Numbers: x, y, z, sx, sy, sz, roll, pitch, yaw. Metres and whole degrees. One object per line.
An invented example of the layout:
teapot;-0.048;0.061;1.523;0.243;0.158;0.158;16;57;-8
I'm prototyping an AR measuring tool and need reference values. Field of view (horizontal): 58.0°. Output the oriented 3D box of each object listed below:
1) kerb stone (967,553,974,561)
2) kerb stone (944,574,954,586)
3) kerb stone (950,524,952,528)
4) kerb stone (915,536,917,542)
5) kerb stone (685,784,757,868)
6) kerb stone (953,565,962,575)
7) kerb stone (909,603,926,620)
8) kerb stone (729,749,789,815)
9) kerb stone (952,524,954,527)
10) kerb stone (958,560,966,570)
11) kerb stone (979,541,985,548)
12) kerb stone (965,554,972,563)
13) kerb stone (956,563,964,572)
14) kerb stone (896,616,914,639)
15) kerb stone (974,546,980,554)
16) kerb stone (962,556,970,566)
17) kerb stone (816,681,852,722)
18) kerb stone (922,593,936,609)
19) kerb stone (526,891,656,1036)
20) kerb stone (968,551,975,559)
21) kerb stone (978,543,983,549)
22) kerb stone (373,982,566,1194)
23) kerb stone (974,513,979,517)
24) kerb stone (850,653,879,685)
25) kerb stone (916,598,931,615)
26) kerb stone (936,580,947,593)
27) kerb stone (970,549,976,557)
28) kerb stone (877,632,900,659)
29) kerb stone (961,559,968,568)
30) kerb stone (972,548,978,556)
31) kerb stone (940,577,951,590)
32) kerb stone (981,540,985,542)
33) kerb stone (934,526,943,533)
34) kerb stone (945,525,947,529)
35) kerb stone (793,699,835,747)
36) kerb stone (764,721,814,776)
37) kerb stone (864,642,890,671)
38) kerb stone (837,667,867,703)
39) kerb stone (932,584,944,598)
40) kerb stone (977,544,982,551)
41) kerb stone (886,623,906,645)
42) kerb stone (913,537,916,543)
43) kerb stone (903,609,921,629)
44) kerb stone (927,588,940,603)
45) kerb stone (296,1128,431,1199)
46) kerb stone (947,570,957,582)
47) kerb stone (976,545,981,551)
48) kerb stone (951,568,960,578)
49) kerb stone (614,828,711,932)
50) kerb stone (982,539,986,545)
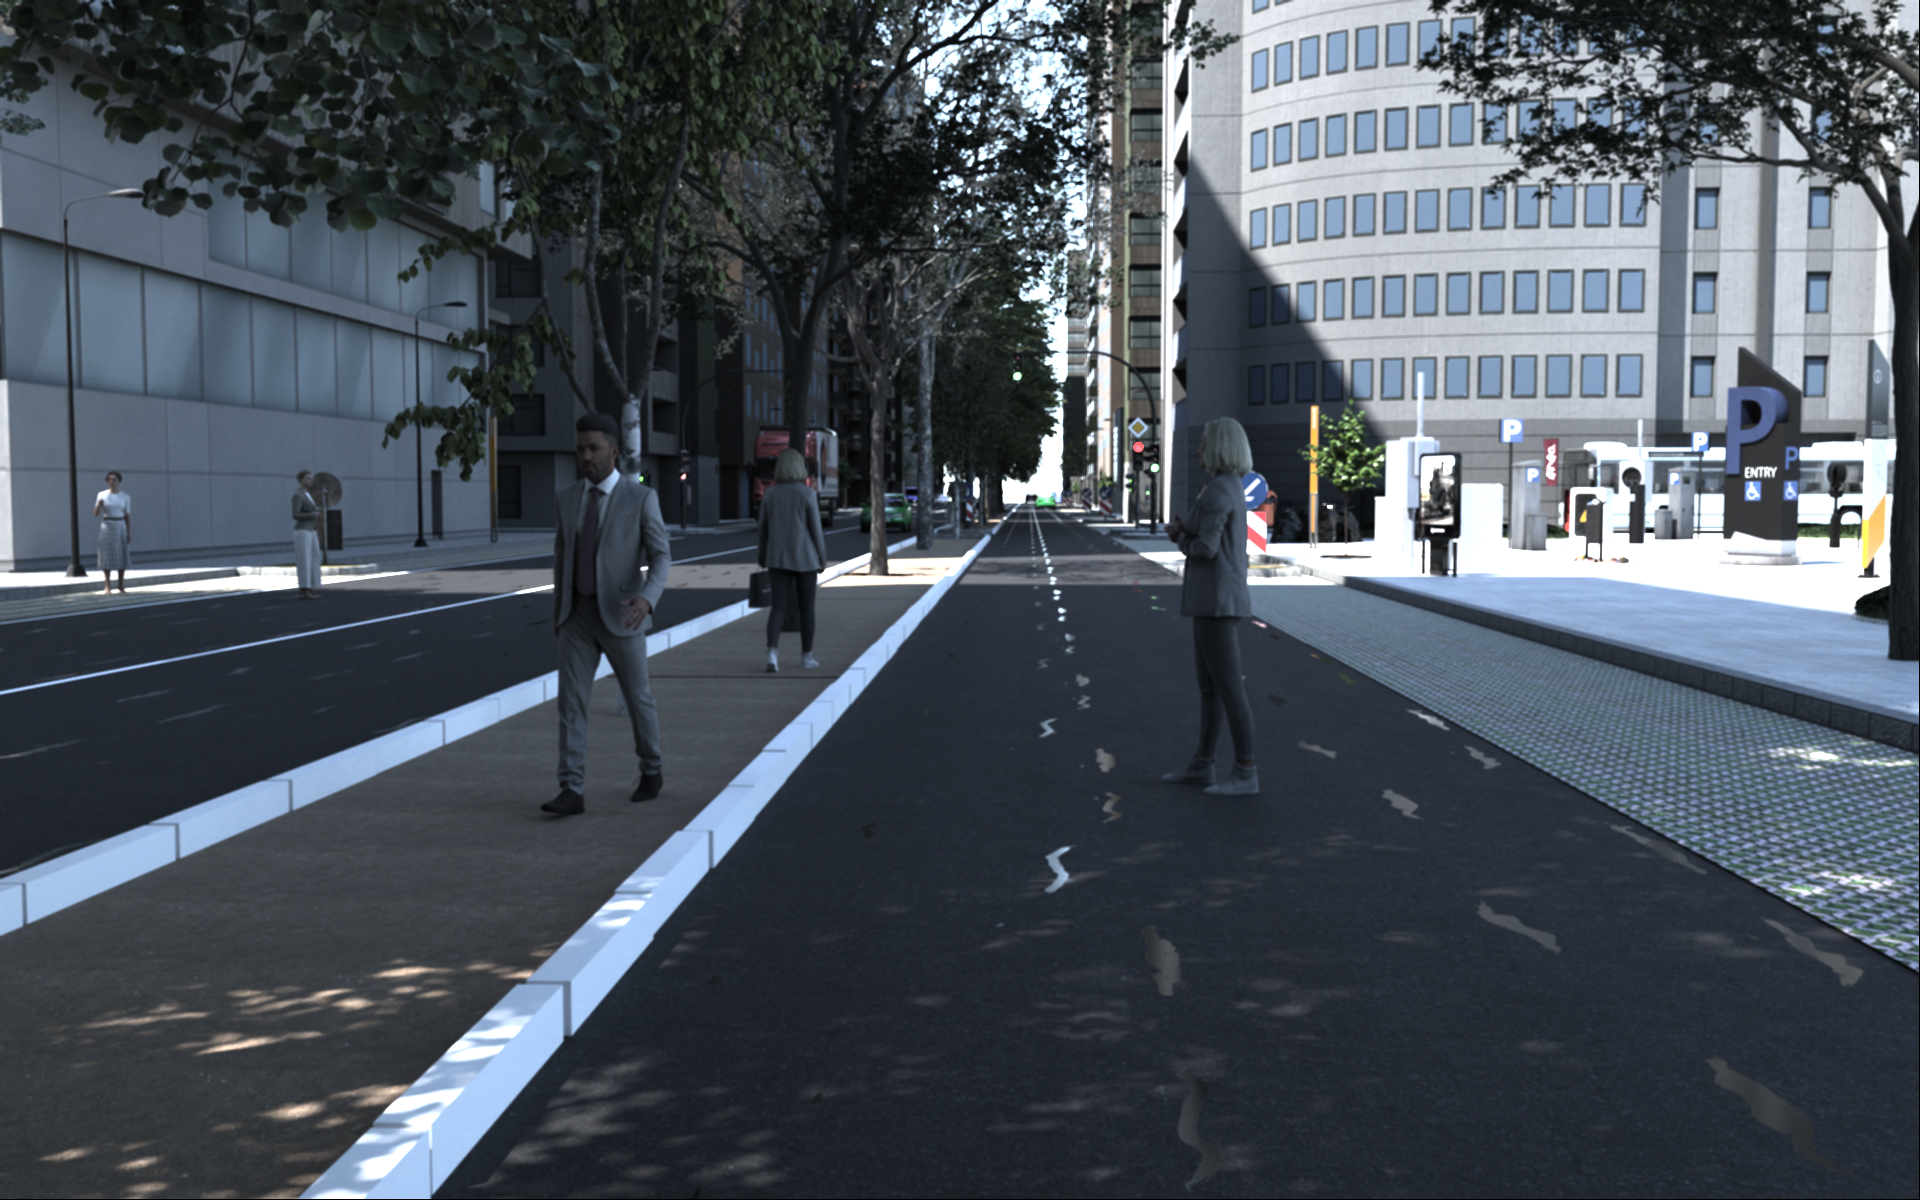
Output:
kerb stone;0.154;-0.835;35.845;0.120;0.150;1.000;0;4;2
kerb stone;-0.210;-0.263;26.619;0.120;0.150;1.000;0;4;2
kerb stone;-0.534;-3.003;71.300;0.120;0.150;1.000;0;4;2
kerb stone;-1.373;-1.717;50.277;0.120;0.150;1.000;0;4;2
kerb stone;-0.983;0.926;7.126;0.120;0.150;1.000;0;4;2
kerb stone;-0.091;-0.455;29.703;0.120;0.150;1.000;0;4;2
kerb stone;-0.505;0.169;19.433;0.120;0.150;1.000;0;4;2
kerb stone;-0.949;0.864;8.159;0.120;0.150;1.000;0;4;2
kerb stone;-0.457;-3.128;73.343;0.120;0.150;1.000;0;4;2
kerb stone;-0.010;-0.584;31.747;0.120;0.150;1.000;0;4;2
kerb stone;0.493;-1.336;44.041;0.120;0.150;1.000;0;4;2
kerb stone;0.116;-0.772;34.818;0.120;0.150;1.000;0;4;2
kerb stone;-0.050;-0.515;30.725;0.120;0.150;1.000;0;4;2
kerb stone;-0.578;0.294;17.387;0.120;0.150;1.000;0;4;2
kerb stone;0.318;-1.085;39.943;0.120;0.150;1.000;0;4;2
kerb stone;0.073;-0.710;33.797;0.120;0.150;1.000;0;4;2
kerb stone;-0.828;0.671;11.236;0.120;0.150;1.000;0;4;2
kerb stone;-0.414;0.043;21.499;0.120;0.150;1.000;0;4;2
kerb stone;-1.067;1.050;5.075;0.120;0.150;1.000;0;4;2
kerb stone;0.195;-0.897;36.869;0.120;0.150;1.000;0;4;2
kerb stone;0.444;-1.274;43.020;0.120;0.150;1.000;0;4;2
kerb stone;-1.118;1.111;4.035;0.120;0.150;1.000;0;4;2
kerb stone;1.172;-5.631;114.328;0.120;0.150;1.000;0;4;2
kerb stone;-0.741;0.545;13.287;0.120;0.150;1.000;0;4;2
kerb stone;-0.459;0.109;20.469;0.120;0.150;1.000;0;4;2
kerb stone;-0.300;-0.143;24.573;0.120;0.150;1.000;0;4;2
kerb stone;0.230;-0.960;37.891;0.120;0.150;1.000;0;4;2
kerb stone;-0.654;0.422;15.332;0.120;0.150;1.000;0;4;2
kerb stone;0.024;-0.641;32.770;0.120;0.150;1.000;0;4;2
kerb stone;0.281;-1.022;38.912;0.120;0.150;1.000;0;4;2
kerb stone;-0.260;-0.208;25.597;0.120;0.150;1.000;0;4;2
kerb stone;0.523;-1.399;45.063;0.120;0.150;1.000;0;4;2
kerb stone;-0.817;-2.565;64.141;0.120;0.150;1.000;0;4;2
kerb stone;-0.701;-2.753;67.213;0.120;0.150;1.000;0;4;2
kerb stone;-0.869;0.734;10.212;0.120;0.150;1.000;0;4;2
kerb stone;-0.912;0.795;9.190;0.120;0.150;1.000;0;4;2
kerb stone;-0.702;0.482;14.310;0.120;0.150;1.000;0;4;2
kerb stone;-0.784;0.616;12.258;0.120;0.150;1.000;0;4;2
kerb stone;-0.342;-0.079;23.552;0.120;0.150;1.000;0;4;2
kerb stone;0.402;-1.210;41.999;0.120;0.150;1.000;0;4;2
kerb stone;-0.626;0.357;16.361;0.120;0.150;1.000;0;4;2
kerb stone;-1.413;-1.655;49.255;0.120;0.150;1.000;0;4;2
kerb stone;-0.538;0.234;18.412;0.120;0.150;1.000;0;4;2
kerb stone;-0.374;-0.020;22.525;0.120;0.150;1.000;0;4;2
kerb stone;-1.154;1.175;3.014;0.120;0.150;1.000;0;4;2
kerb stone;-0.169;-0.333;27.652;0.120;0.150;1.000;0;4;2
kerb stone;0.356;-1.148;40.969;0.120;0.150;1.000;0;4;2
kerb stone;-0.130;-0.393;28.682;0.120;0.150;1.000;0;4;2
kerb stone;-1.037;0.985;6.096;0.120;0.150;1.000;0;4;2
kerb stone;0.560;-1.461;46.085;0.120;0.150;1.000;0;4;2
